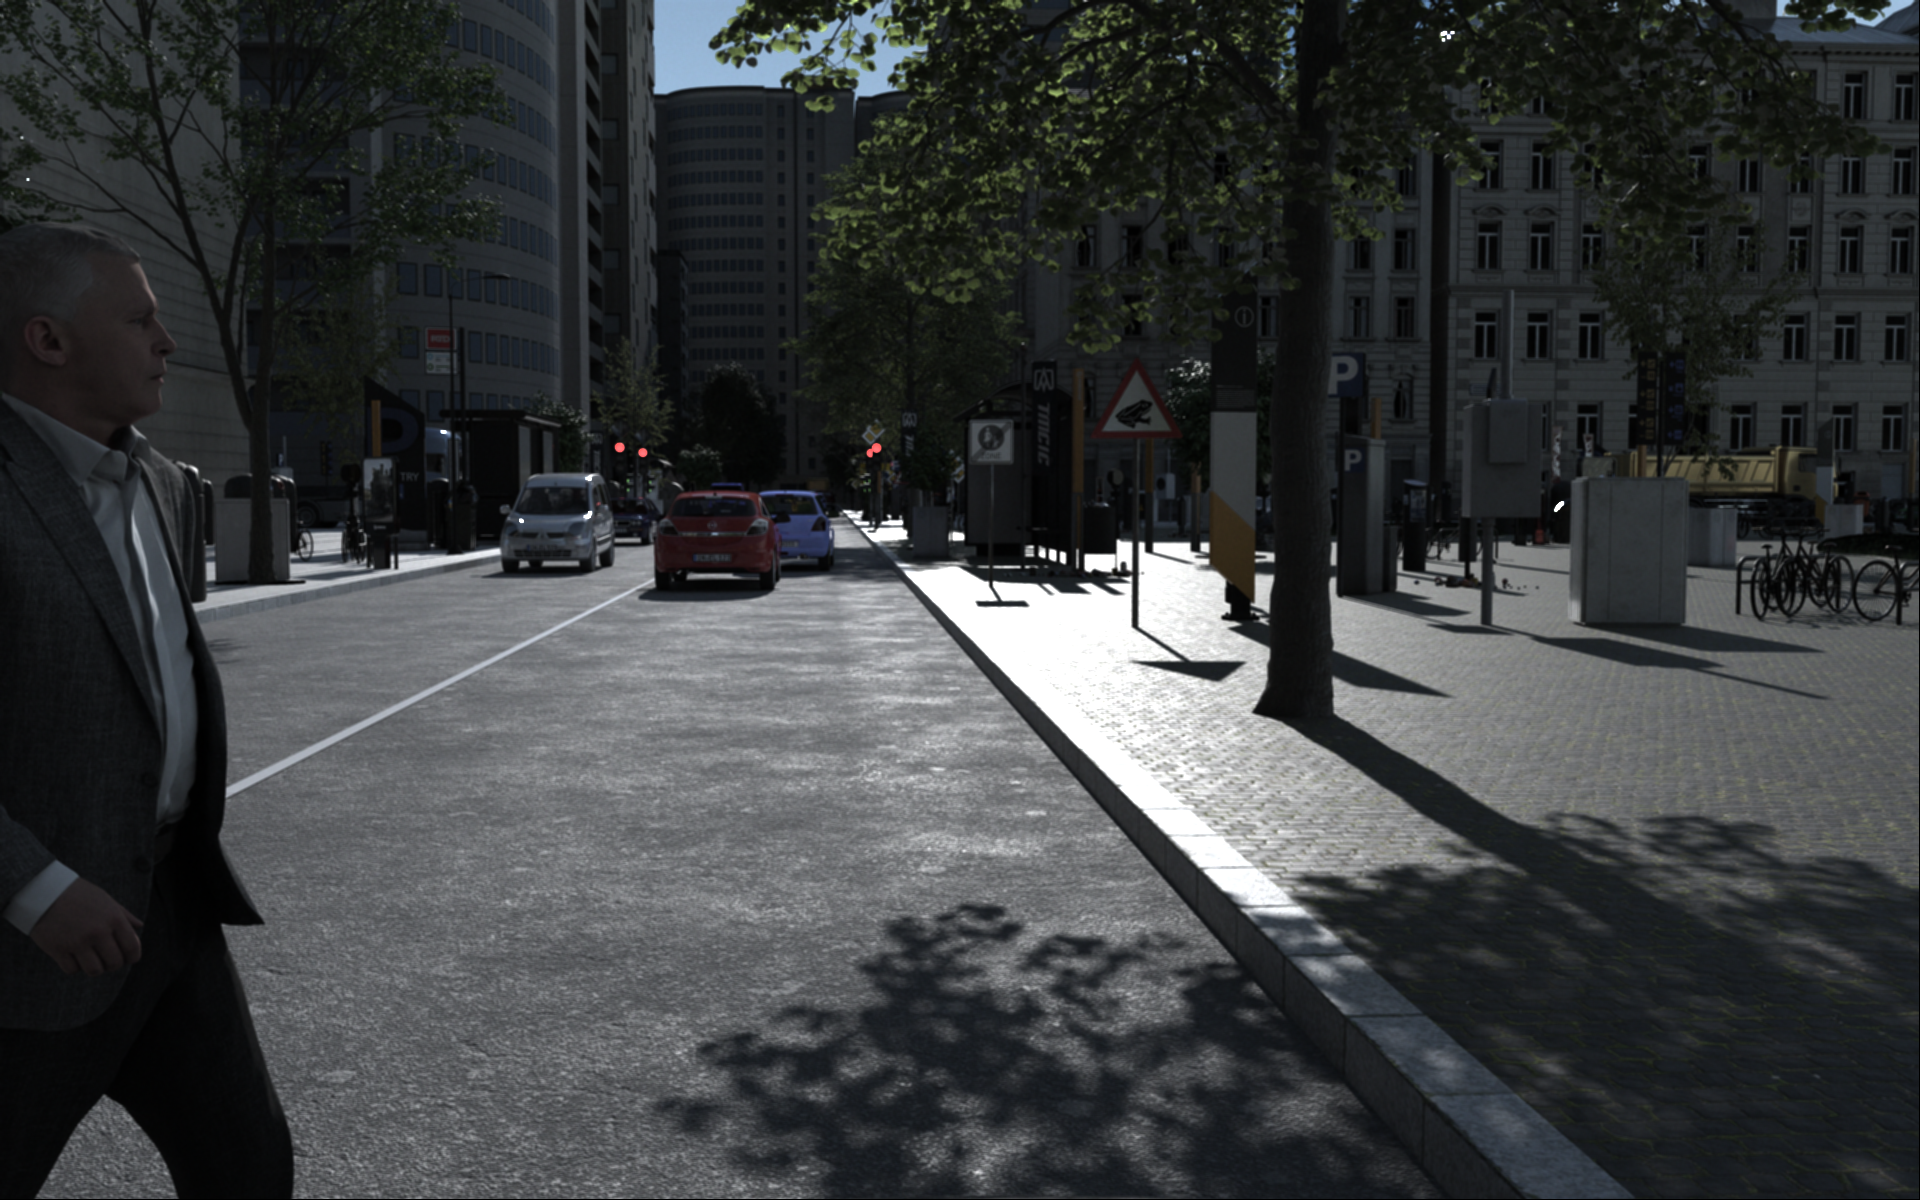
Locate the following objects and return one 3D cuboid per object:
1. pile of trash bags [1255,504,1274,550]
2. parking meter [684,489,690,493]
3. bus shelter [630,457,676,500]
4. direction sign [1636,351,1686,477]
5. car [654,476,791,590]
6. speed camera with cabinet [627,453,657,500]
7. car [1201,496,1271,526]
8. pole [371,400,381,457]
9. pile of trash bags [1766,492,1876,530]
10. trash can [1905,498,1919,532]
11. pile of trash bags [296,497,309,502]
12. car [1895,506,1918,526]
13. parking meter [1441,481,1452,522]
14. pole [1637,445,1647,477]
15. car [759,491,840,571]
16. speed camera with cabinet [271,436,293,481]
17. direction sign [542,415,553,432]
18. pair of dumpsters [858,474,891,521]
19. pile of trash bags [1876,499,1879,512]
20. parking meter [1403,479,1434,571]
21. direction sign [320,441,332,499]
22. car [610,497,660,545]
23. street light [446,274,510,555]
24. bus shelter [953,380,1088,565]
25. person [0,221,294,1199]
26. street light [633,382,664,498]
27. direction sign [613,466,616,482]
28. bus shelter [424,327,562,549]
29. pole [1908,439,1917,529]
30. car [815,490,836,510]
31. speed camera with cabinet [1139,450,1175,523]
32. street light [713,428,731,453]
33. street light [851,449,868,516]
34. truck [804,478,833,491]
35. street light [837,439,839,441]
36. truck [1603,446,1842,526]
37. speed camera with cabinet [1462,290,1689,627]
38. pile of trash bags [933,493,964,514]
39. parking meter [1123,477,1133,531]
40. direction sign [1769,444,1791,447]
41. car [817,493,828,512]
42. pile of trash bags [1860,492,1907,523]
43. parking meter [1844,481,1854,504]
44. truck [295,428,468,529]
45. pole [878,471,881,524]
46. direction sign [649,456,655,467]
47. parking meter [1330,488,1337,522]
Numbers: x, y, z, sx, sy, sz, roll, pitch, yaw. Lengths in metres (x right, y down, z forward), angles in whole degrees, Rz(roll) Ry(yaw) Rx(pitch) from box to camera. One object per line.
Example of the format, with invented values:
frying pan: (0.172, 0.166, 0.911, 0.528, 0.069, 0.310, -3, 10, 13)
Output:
pile of trash bags: (6.948, -1.916, 41.081, 1.912, 1.369, 3.447, -1, 4, -14)
parking meter: (-15.717, -5.758, 99.854, 0.255, 1.863, 0.399, 1, 4, 12)
bus shelter: (-17.313, -6.361, 97.933, 2.014, 3.302, 5.546, 0, 4, -4)
direction sign: (11.177, -2.183, 27.682, 0.876, 3.537, 0.379, -1, 4, -17)
car: (-3.764, -1.118, 27.327, 2.155, 1.783, 4.494, 0, 4, -4)
speed camera with cabinet: (-15.455, -5.485, 84.011, 0.660, 3.252, 2.038, 1, 4, 18)
car: (12.047, -3.502, 69.611, 4.827, 1.381, 2.083, 0, 4, -5)
pole: (-12.683, -2.682, 37.699, 0.158, 3.312, 0.155, 0, 3, 0)
pile of trash bags: (31.007, -3.234, 62.629, 3.447, 1.369, 1.912, 2, 4, 24)
trash can: (32.048, -2.834, 57.987, 0.748, 1.137, 0.748, 0, 3, 0)
pile of trash bags: (-27.730, -3.758, 71.201, 1.912, 1.369, 3.447, -1, 4, -23)
car: (41.484, -3.880, 72.229, 4.718, 1.807, 1.959, 0, 4, -4)
parking meter: (21.450, -4.323, 76.389, 0.255, 1.863, 0.399, -2, 4, -27)
pole: (16.385, -2.923, 41.642, 0.158, 3.312, 0.155, 0, 3, 0)
car: (-3.311, -1.463, 33.518, 1.945, 1.707, 3.694, 0, 4, -3)
speed camera with cabinet: (-23.790, -3.988, 59.542, 2.038, 3.252, 0.660, 2, 4, 34)
direction sign: (-11.897, -3.532, 49.744, 0.379, 3.537, 0.876, 1, 4, 13)
pair of dumpsters: (-4.185, -5.048, 85.034, 1.574, 2.255, 4.437, 0, 4, -4)
pile of trash bags: (39.811, -4.180, 78.097, 1.912, 1.369, 3.447, 0, 4, 1)
parking meter: (7.608, -1.258, 28.980, 0.372, 1.533, 0.369, 0, 3, 0)
direction sign: (-27.120, -5.027, 74.194, 0.379, 3.537, 0.876, 1, 4, 10)
car: (-9.605, -2.280, 49.858, 1.945, 1.354, 3.894, 0, 4, -2)
street light: (-10.193, -3.923, 36.676, 1.470, 5.913, 1.316, 0, 4, -4)
bus shelter: (1.062, -2.417, 33.445, 2.014, 3.302, 5.546, 0, 4, -4)
person: (-1.099, 0.404, 2.297, 0.834, 1.777, 0.661, 0, 4, -1)
street light: (-13.003, -6.093, 72.166, 1.470, 5.913, 1.316, 0, 4, -4)
direction sign: (-28.296, -9.168, 141.886, 0.379, 3.537, 0.876, -2, 4, -27)
bus shelter: (-11.948, -4.081, 44.357, 2.179, 5.291, 8.768, 0, 4, -5)
pole: (35.118, -4.284, 63.891, 0.158, 3.312, 0.155, 0, 3, 0)
car: (-12.260, -9.002, 155.851, 2.281, 1.827, 5.304, 0, 4, -5)
speed camera with cabinet: (8.694, -5.081, 77.403, 0.660, 3.252, 2.038, -3, 4, -38)
street light: (-16.708, -9.092, 121.201, 1.470, 5.913, 1.316, 0, 4, -4)
street light: (-5.888, -7.712, 98.626, 1.470, 5.913, 1.316, 0, 4, -4)
truck: (-16.798, -12.786, 204.968, 3.469, 3.379, 9.791, 0, 4, -3)
street light: (-9.689, -10.672, 147.020, 1.470, 5.913, 1.316, 0, 4, -4)
truck: (31.375, -4.563, 70.529, 9.791, 3.379, 3.469, 0, 4, -6)
speed camera with cabinet: (6.019, -1.386, 16.989, 2.038, 3.252, 0.660, 0, 4, 7)
pile of trash bags: (-0.366, -6.135, 110.062, 3.447, 1.369, 1.912, 3, 5, 40)
parking meter: (5.930, -3.356, 60.584, 0.399, 1.863, 0.255, -1, 4, -22)
direction sign: (37.122, -5.304, 78.721, 0.876, 3.537, 0.379, -1, 4, -12)
car: (-11.600, -7.940, 139.416, 1.945, 1.707, 3.694, 0, 4, -4)
pile of trash bags: (42.855, -4.185, 78.170, 3.447, 1.369, 1.912, -1, 4, -19)
parking meter: (41.124, -4.554, 80.166, 0.255, 1.863, 0.399, 0, 4, -2)
truck: (-27.755, -4.668, 66.074, 18.799, 4.110, 2.967, 0, 4, -3)
pole: (-3.476, -4.926, 74.387, 0.158, 3.312, 0.155, 0, 3, 0)
direction sign: (-18.581, -6.874, 104.379, 0.379, 3.537, 0.876, -2, 4, -34)
parking meter: (13.111, -3.190, 60.574, 0.372, 1.533, 0.369, 0, 3, 0)
